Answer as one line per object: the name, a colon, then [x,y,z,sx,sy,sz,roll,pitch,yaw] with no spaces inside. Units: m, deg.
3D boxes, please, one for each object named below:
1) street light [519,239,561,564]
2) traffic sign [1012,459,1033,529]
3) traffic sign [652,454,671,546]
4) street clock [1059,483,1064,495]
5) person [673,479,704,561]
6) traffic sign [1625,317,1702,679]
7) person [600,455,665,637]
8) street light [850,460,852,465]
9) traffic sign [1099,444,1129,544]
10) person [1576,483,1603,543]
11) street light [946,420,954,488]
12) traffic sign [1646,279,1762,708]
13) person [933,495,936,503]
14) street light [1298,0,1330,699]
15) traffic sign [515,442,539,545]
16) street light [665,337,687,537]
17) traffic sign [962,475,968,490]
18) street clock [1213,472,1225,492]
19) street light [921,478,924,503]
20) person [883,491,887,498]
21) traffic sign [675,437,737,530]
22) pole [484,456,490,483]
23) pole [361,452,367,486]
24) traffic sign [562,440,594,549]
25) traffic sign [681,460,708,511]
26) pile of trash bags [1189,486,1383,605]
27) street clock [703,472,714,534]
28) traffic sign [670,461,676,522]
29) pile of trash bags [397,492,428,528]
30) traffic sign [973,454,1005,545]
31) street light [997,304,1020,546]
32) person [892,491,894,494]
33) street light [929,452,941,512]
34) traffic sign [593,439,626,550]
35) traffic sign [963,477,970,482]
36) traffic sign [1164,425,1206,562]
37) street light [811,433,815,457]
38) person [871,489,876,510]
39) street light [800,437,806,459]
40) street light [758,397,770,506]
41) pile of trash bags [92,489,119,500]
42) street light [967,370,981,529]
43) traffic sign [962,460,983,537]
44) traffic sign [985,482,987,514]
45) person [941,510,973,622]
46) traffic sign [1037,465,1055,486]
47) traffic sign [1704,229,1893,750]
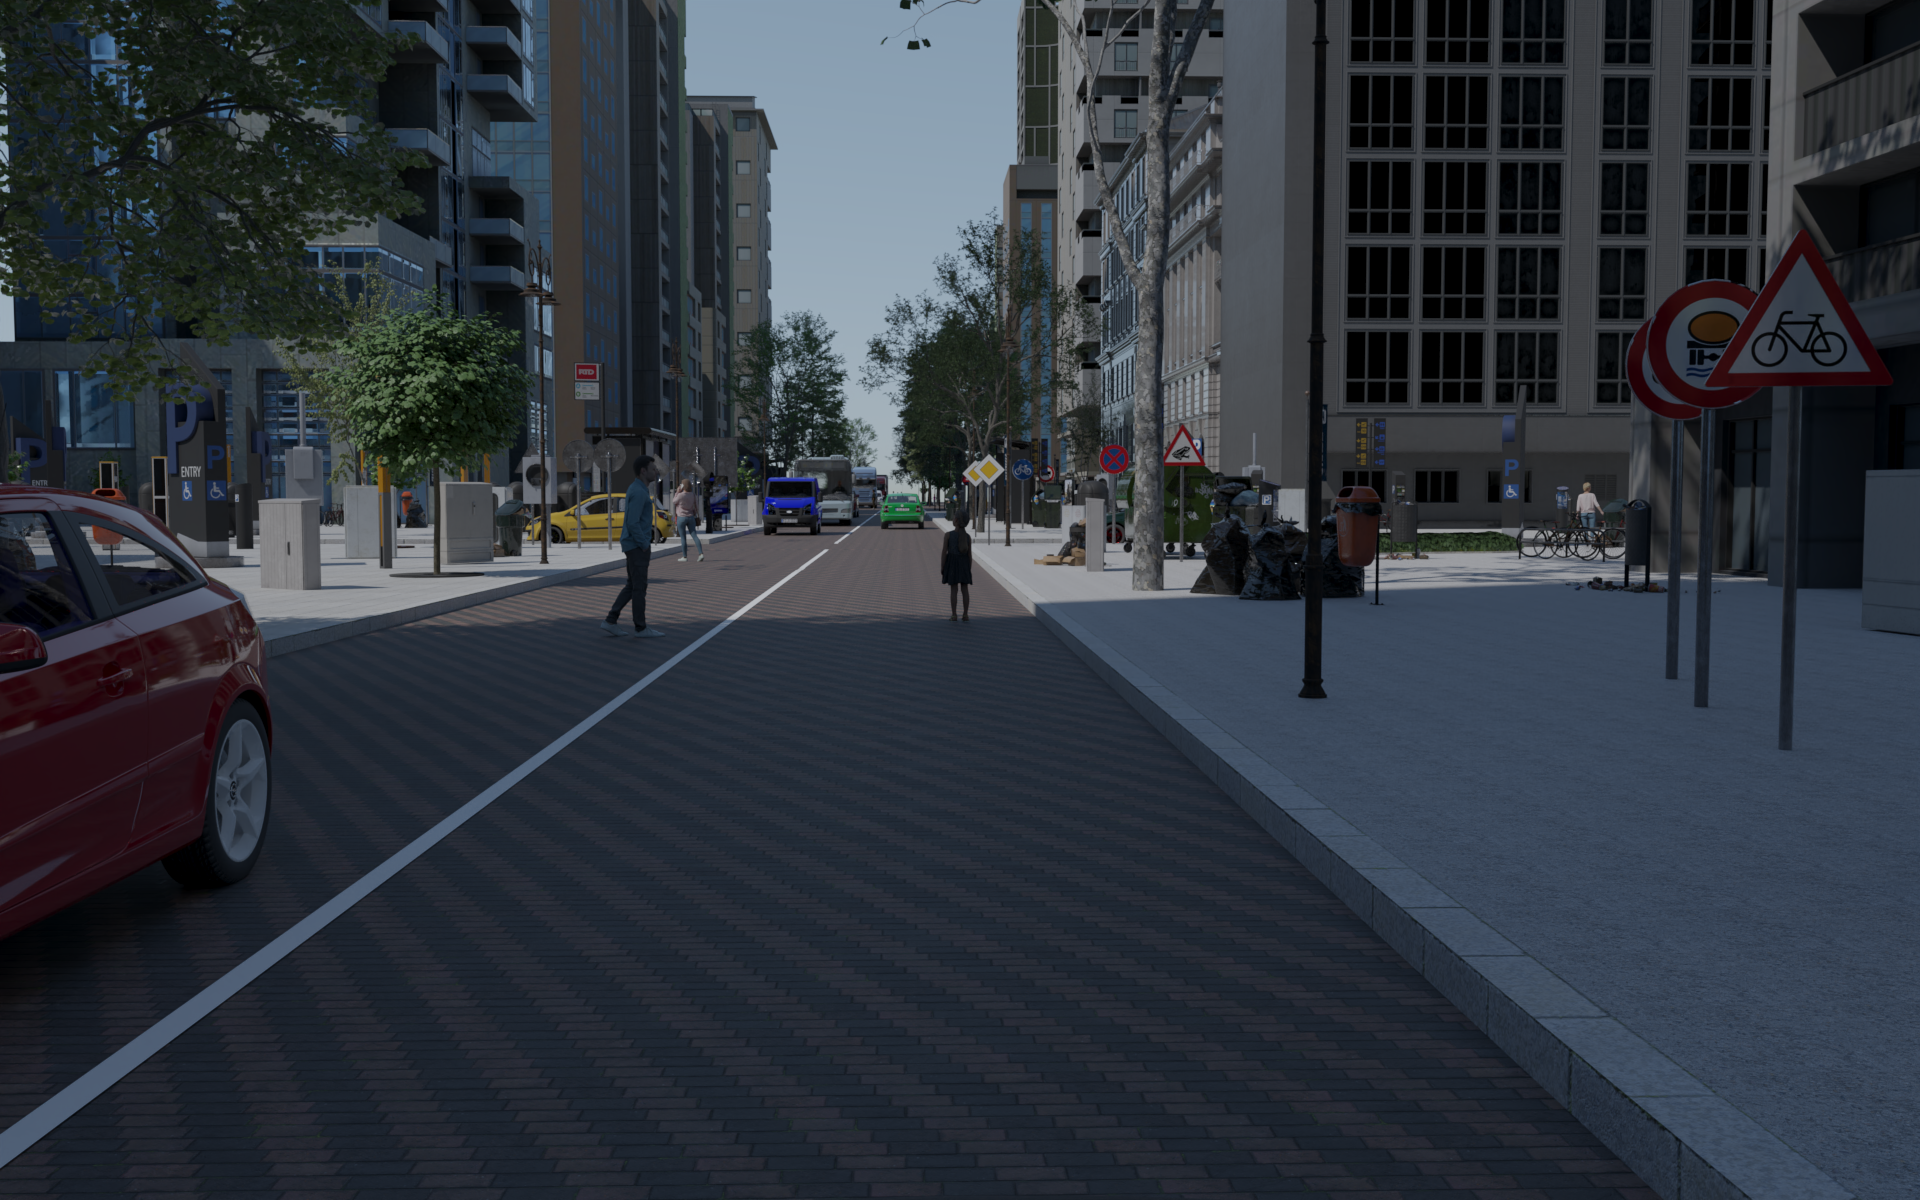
street light: [-7.635,-3.599,31.631,0.468,5.910,1.993,0,4,-2]
traffic sign: [2.291,-3.857,63.165,0.768,2.556,0.104,0,4,-2]
traffic sign: [-7.566,-2.410,43.045,0.795,2.450,0.064,0,4,-2]
street clock: [6.516,-6.575,112.063,0.358,2.002,0.471,-1,4,-21]
person: [-5.736,-1.696,36.813,0.593,1.750,0.643,-3,4,-38]
traffic sign: [4.940,-0.724,11.945,0.768,2.556,0.104,0,4,1]
person: [-3.298,-0.543,17.391,0.620,1.820,0.660,-1,4,-19]
street light: [-13.395,-14.594,211.391,0.468,5.910,1.993,0,4,-2]
traffic sign: [3.943,-2.704,44.322,0.768,2.556,0.104,0,4,8]
person: [17.149,-2.317,47.059,0.731,1.740,0.598,1,4,16]
street light: [-0.554,-7.438,94.403,0.468,5.910,1.993,0,4,-2]
traffic sign: [4.470,-0.628,10.366,0.768,2.556,0.104,0,4,5]
person: [-3.128,-11.968,207.399,0.599,1.433,0.991,2,4,35]
street light: [2.227,-2.323,10.762,0.468,5.910,1.993,0,4,-2]
traffic sign: [-10.746,-2.662,43.528,0.884,2.594,0.081,0,4,-1]
street light: [-8.365,-4.800,51.268,0.468,5.910,1.993,0,4,-2]
traffic sign: [0.494,-6.571,107.535,0.768,2.556,0.104,0,4,1]
street clock: [8.431,-3.193,56.768,0.471,2.002,0.358,-1,4,-23]
street light: [-4.034,-14.018,201.987,0.468,5.910,1.993,0,4,-2]
person: [-10.112,-13.925,236.132,0.705,1.831,1.348,-3,4,-39]
traffic sign: [-9.093,-4.172,62.079,2.265,3.308,0.079,0,4,7]
pole: [-13.721,-3.452,50.281,0.158,3.312,0.155,0,3,0]
pole: [-21.720,-4.239,63.148,0.158,3.312,0.155,0,3,0]
traffic sign: [-8.947,-2.479,40.635,0.768,2.556,0.104,0,4,2]
traffic sign: [-7.827,-2.898,51.025,0.795,2.450,0.064,0,4,-2]
pile of trash bags: [4.235,-0.708,21.330,1.912,1.369,3.447,-1,4,-15]
street clock: [-8.125,-3.148,56.046,0.358,2.002,0.471,1,4,11]
traffic sign: [-10.878,-4.024,65.897,0.768,2.556,0.104,0,4,8]
pile of trash bags: [-21.264,-3.450,66.152,1.912,1.369,3.447,-1,4,-13]
traffic sign: [0.724,-2.425,43.294,0.795,2.450,0.064,0,4,-2]
street light: [1.177,-4.253,42.328,0.468,5.910,1.993,0,4,-2]
person: [-8.576,-13.159,223.628,0.705,1.826,1.348,-1,4,-21]
street light: [-2.004,-10.134,138.485,0.468,5.910,1.993,0,4,-2]
traffic sign: [-8.054,-2.428,39.799,0.768,2.556,0.104,0,4,4]
traffic sign: [0.570,-4.520,73.902,0.884,2.594,0.081,0,4,3]
traffic sign: [4.170,-1.991,32.559,0.884,2.594,0.081,0,4,-1]
street light: [-10.808,-9.475,127.697,0.468,5.910,1.993,0,4,-2]
person: [-8.047,-9.349,160.986,0.705,1.869,1.348,-1,4,-9]
street light: [-10.396,-8.663,114.435,0.468,5.910,1.993,0,4,-2]
street light: [-9.336,-6.731,82.837,0.468,5.910,1.993,0,4,-2]
pile of trash bags: [-15.376,-1.124,28.128,3.447,1.369,1.912,-1,4,-17]
street light: [0.503,-5.496,62.643,0.468,5.910,1.993,0,4,-2]
traffic sign: [0.464,-2.913,51.275,0.795,2.450,0.064,0,4,-2]
traffic sign: [1.372,-5.790,94.773,0.768,2.556,0.104,0,4,0]
person: [-0.038,-0.384,19.445,0.362,1.253,0.373,-1,4,-11]
traffic sign: [3.723,-4.586,75.089,0.768,2.556,0.104,0,4,5]
traffic sign: [4.141,-0.527,8.617,0.884,2.594,0.081,0,4,7]
